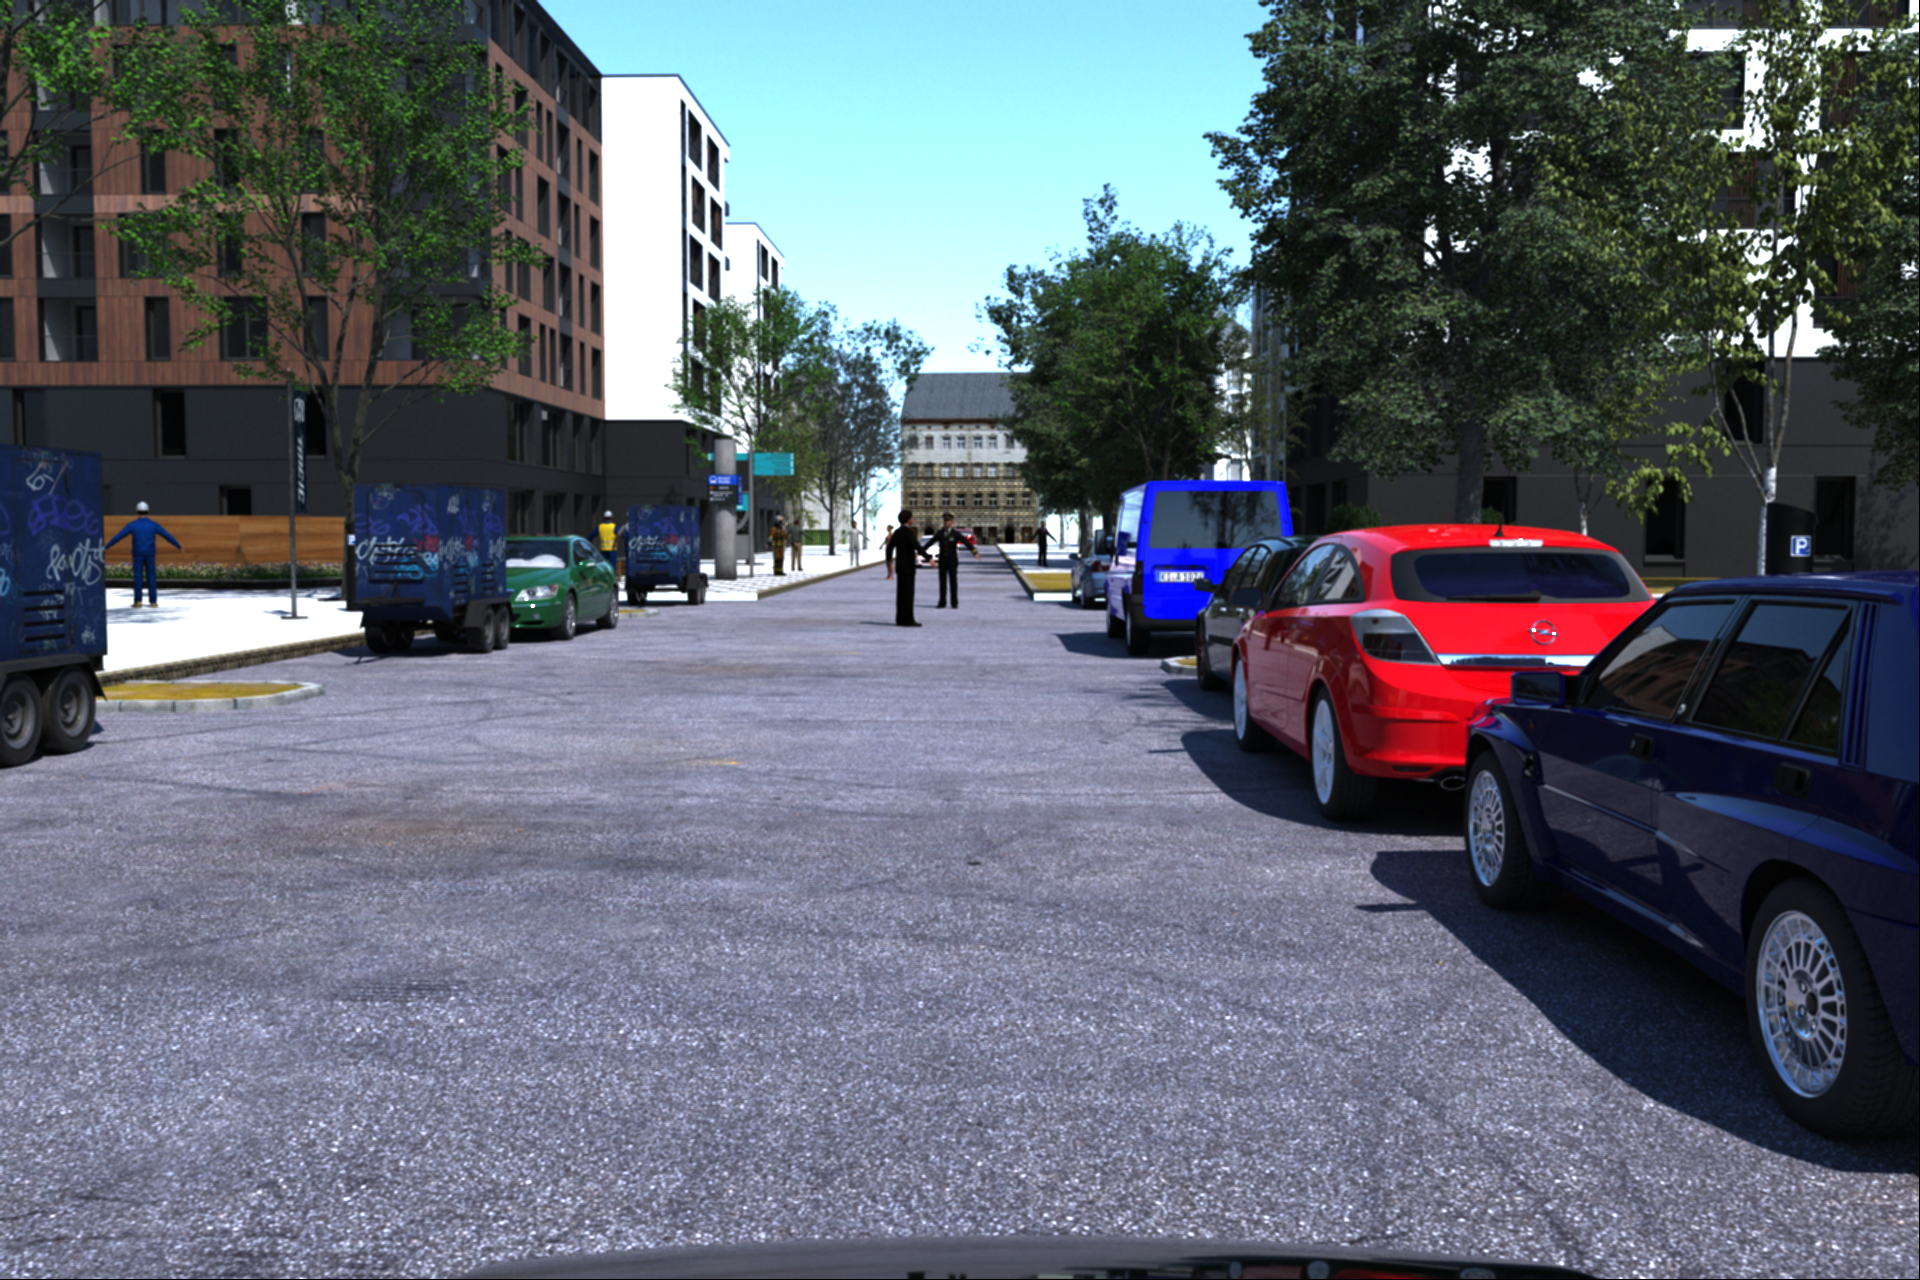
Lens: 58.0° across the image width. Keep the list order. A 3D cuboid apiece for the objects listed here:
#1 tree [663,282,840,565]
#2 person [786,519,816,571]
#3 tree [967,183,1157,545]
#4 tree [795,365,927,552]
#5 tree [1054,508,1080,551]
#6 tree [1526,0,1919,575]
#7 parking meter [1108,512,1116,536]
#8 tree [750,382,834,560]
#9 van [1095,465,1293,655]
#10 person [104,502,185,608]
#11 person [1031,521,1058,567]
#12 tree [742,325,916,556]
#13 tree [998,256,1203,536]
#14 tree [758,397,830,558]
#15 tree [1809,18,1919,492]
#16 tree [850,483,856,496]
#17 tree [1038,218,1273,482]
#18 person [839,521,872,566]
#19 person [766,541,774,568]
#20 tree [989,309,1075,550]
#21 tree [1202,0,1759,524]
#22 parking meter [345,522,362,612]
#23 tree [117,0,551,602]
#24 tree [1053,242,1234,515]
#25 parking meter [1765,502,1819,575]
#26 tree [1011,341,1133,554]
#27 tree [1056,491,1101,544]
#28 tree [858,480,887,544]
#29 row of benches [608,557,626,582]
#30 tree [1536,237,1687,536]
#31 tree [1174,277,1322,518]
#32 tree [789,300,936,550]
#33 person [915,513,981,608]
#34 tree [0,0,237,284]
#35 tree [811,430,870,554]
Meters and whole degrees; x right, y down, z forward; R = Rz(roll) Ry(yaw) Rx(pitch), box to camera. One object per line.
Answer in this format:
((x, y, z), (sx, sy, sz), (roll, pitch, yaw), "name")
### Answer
((-8.503, -8.886, 71.034), (9.928, 11.665, 9.643), (0, 3, 0), "tree")
((-5.690, -3.308, 60.356), (1.348, 1.796, 0.705), (1, 4, 15), "person")
((6.777, -14.701, 96.246), (12.611, 20.169, 13.585), (0, 3, 0), "tree")
((-7.548, -13.001, 122.931), (12.009, 13.543, 11.850), (0, 3, 0), "tree")
((7.970, -10.935, 129.147), (4.737, 8.622, 4.395), (0, 3, 0), "tree")
((8.798, -4.208, 19.159), (4.737, 8.622, 4.395), (0, 3, 0), "tree")
((4.048, -2.404, 45.021), (0.399, 1.863, 0.255), (0, 4, 0), "parking meter")
((-8.710, -8.198, 84.396), (4.360, 8.622, 3.978), (0, 3, 0), "tree")
((2.940, -1.085, 22.127), (2.240, 2.365, 5.245), (0, 4, 0), "van")
((-14.289, -1.495, 30.318), (1.347, 1.842, 0.705), (-2, 4, -32), "person")
((3.284, -3.797, 68.313), (1.346, 1.802, 0.704), (-3, 4, -38), "person")
((-7.768, -11.767, 102.756), (12.009, 13.543, 11.850), (0, 3, 0), "tree")
((6.557, -10.466, 77.777), (9.857, 13.997, 8.962), (0, 3, 0), "tree")
((-8.711, -8.617, 91.250), (4.737, 8.622, 4.395), (0, 3, 0), "tree")
((23.528, -8.028, 37.908), (9.857, 13.997, 8.962), (0, 3, 0), "tree")
((-19.257, -20.120, 235.610), (9.857, 13.997, 8.962), (0, 3, 0), "tree")
((6.656, -8.120, 58.521), (9.928, 11.665, 9.643), (0, 3, 0), "tree")
((-4.180, -3.834, 68.874), (1.347, 1.806, 0.705), (-1, 4, -16), "person")
((-6.988, -3.426, 65.287), (0.599, 1.433, 0.991), (2, 4, 30), "person")
((8.649, -17.586, 143.413), (12.611, 20.169, 13.585), (0, 3, 0), "tree")
((9.167, -7.601, 30.939), (9.857, 13.997, 8.962), (0, 3, 0), "tree")
((-9.999, -1.243, 28.731), (0.372, 1.533, 0.369), (0, 3, 0), "parking meter")
((-11.681, -6.546, 32.778), (9.928, 11.665, 9.643), (0, 3, 0), "tree")
((7.214, -9.135, 67.488), (7.486, 12.596, 7.792), (0, 3, 0), "tree")
((6.612, -0.330, 13.807), (0.372, 1.533, 0.369), (0, 3, 0), "parking meter")
((7.925, -12.509, 111.170), (9.857, 13.997, 8.962), (0, 3, 0), "tree")
((16.115, -18.146, 231.103), (7.601, 10.594, 8.767), (0, 4, 7), "tree")
((-11.217, -17.328, 233.673), (4.360, 8.622, 3.978), (0, 3, 0), "tree")
((-9.640, -1.900, 46.530), (1.422, 0.672, 4.104), (2, 4, 26), "row of benches")
((15.010, -5.563, 41.311), (4.737, 8.622, 4.395), (0, 3, 0), "tree")
((8.640, -6.057, 49.400), (4.360, 8.622, 3.978), (0, 3, 0), "tree")
((-8.717, -17.440, 141.029), (12.611, 20.169, 13.585), (0, 3, 0), "tree")
((-0.238, -1.533, 33.465), (1.347, 1.837, 0.705), (1, 4, 14), "person")
((-12.686, -5.811, 20.765), (9.928, 11.665, 9.643), (0, 3, 0), "tree")
((-8.296, -9.980, 113.539), (4.360, 8.622, 3.978), (0, 3, 0), "tree")
